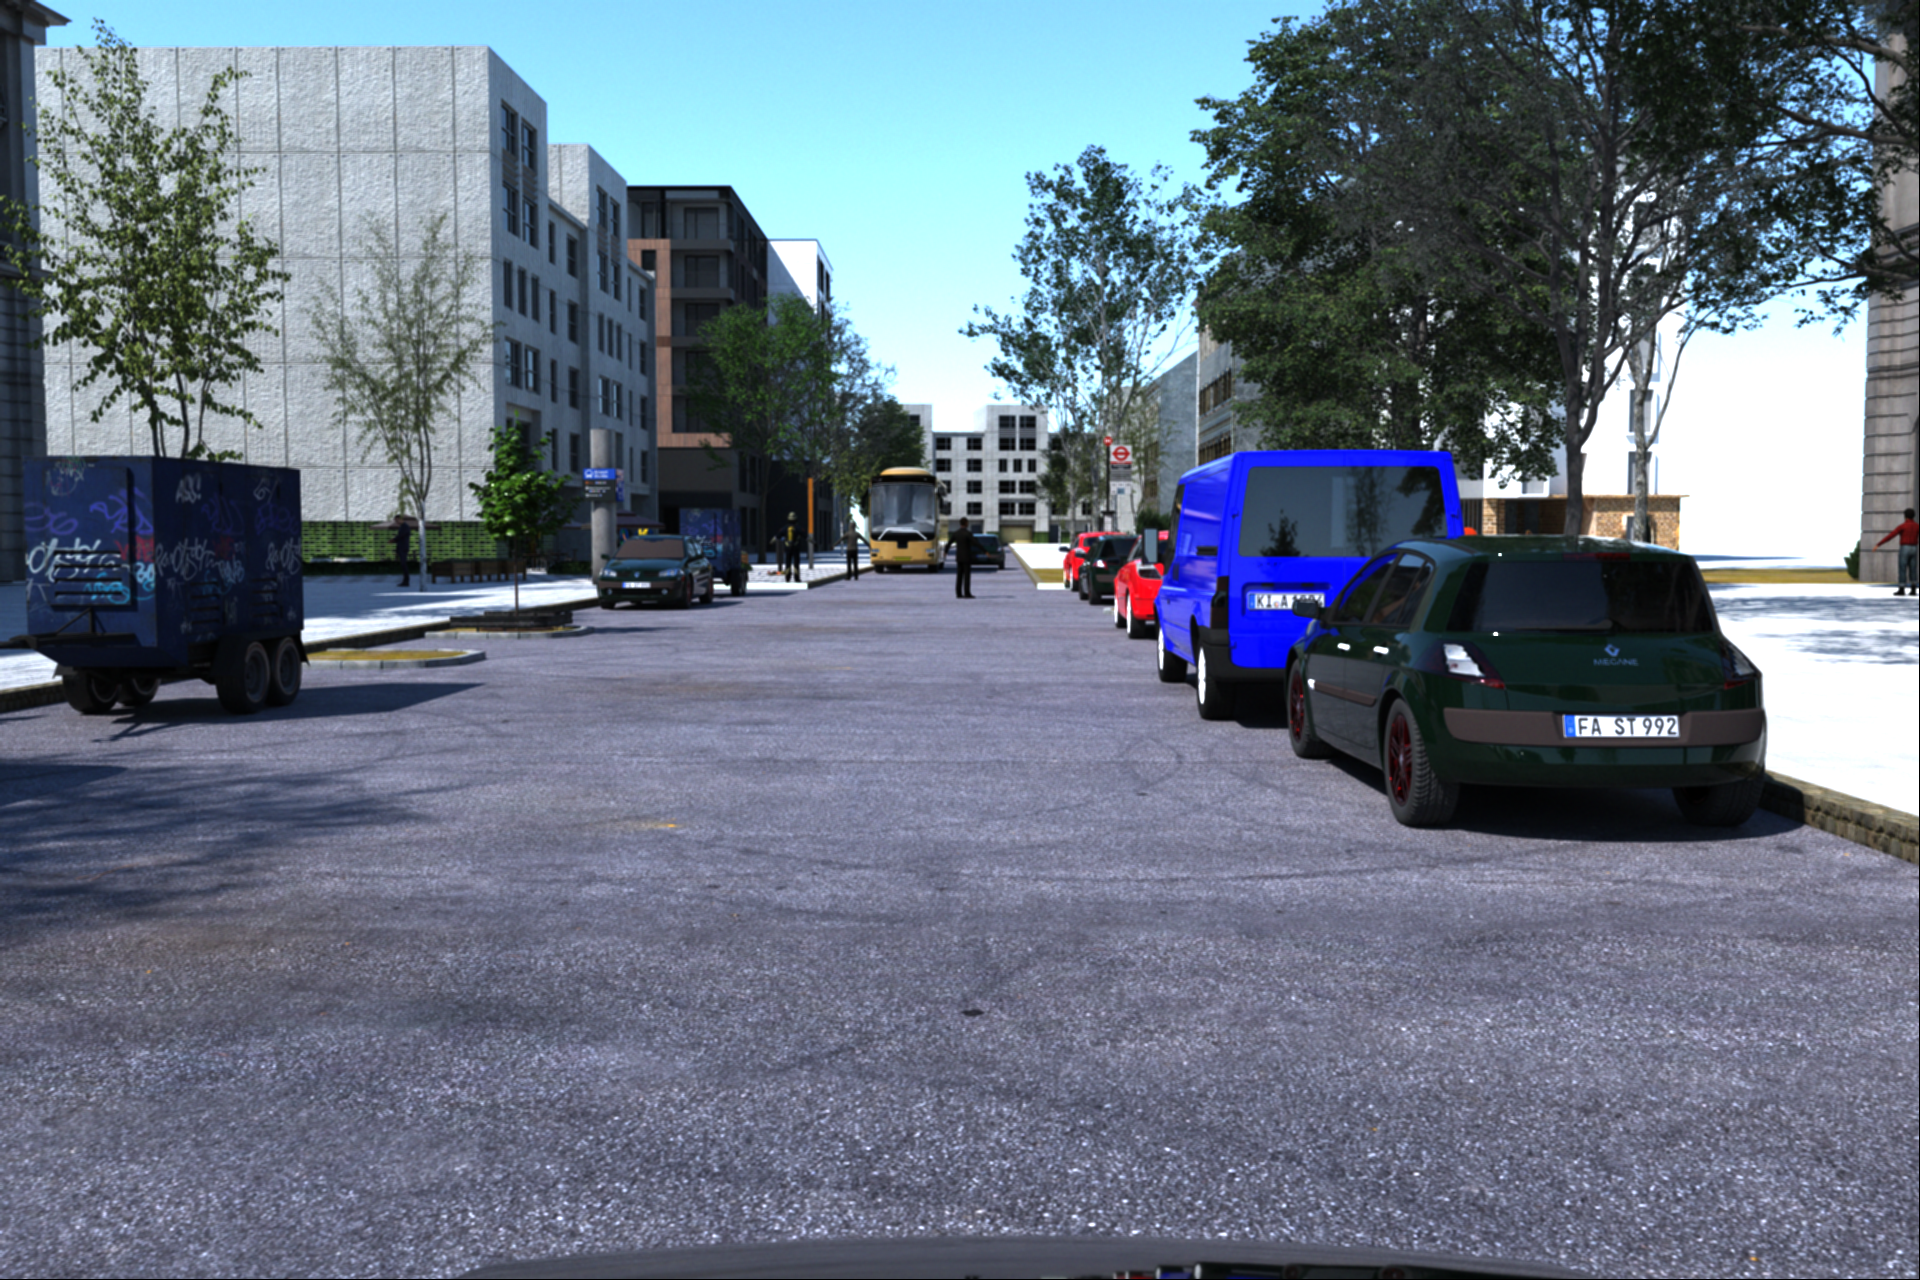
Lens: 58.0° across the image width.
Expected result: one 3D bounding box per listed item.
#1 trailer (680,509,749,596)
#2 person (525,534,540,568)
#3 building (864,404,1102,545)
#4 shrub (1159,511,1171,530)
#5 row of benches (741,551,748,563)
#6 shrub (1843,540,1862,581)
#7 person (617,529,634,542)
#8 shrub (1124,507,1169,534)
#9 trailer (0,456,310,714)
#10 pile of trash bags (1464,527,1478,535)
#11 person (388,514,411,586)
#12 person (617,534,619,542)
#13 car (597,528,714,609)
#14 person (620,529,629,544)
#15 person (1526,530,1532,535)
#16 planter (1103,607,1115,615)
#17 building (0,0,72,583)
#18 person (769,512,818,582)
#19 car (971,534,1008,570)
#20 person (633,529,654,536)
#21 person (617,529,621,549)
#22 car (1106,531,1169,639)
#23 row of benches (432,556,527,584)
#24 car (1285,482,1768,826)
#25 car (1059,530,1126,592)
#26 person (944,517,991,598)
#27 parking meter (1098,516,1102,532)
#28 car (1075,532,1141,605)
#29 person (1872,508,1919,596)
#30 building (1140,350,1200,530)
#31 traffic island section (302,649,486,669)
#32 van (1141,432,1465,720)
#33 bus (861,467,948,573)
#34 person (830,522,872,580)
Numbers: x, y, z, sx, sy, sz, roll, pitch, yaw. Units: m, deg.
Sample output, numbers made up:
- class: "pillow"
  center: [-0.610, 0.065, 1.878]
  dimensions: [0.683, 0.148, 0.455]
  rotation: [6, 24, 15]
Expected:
- class: "trailer"
  center: [-5.768, -1.984, 39.494]
  dimensions: [1.471, 1.999, 3.904]
  rotation: [0, 4, 2]
- class: "person"
  center: [-16.129, -3.637, 65.241]
  dimensions: [0.705, 1.858, 1.354]
  rotation: [0, 4, -3]
- class: "building"
  center: [2.738, -22.825, 242.111]
  dimensions: [31.486, 18.905, 16.747]
  rotation: [0, 4, -6]
- class: "shrub"
  center: [6.999, -3.355, 58.903]
  dimensions: [1.661, 2.075, 1.752]
  rotation: [0, 3, 0]
- class: "row of benches"
  center: [-9.769, -2.994, 64.408]
  dimensions: [4.104, 0.672, 1.422]
  rotation: [0, 4, -7]
- class: "shrub"
  center: [24.773, -2.223, 47.459]
  dimensions: [1.383, 1.207, 1.383]
  rotation: [0, 3, 0]
- class: "person"
  center: [-15.177, -4.449, 79.016]
  dimensions: [1.348, 1.796, 0.705]
  rotation: [3, 5, 44]
- class: "shrub"
  center: [5.343, -2.760, 49.168]
  dimensions: [1.661, 2.075, 1.752]
  rotation: [0, 3, 0]
- class: "trailer"
  center: [-6.330, -0.387, 13.382]
  dimensions: [1.471, 1.999, 3.904]
  rotation: [0, 4, 1]
- class: "pile of trash bags"
  center: [6.635, -0.733, 21.739]
  dimensions: [1.912, 1.369, 3.447]
  rotation: [0, 4, 1]
- class: "person"
  center: [-13.761, -2.203, 42.505]
  dimensions: [0.568, 1.767, 0.683]
  rotation: [-3, 4, -38]
- class: "person"
  center: [-15.638, -4.360, 77.466]
  dimensions: [1.347, 1.806, 0.705]
  rotation: [3, 5, 40]
- class: "car"
  center: [-5.996, -1.502, 34.347]
  dimensions: [2.009, 1.686, 4.222]
  rotation: [0, 4, 1]
- class: "person"
  center: [-12.708, -3.649, 65.796]
  dimensions: [0.704, 1.817, 1.347]
  rotation: [-1, 4, -10]
- class: "person"
  center: [21.351, -3.427, 65.291]
  dimensions: [0.991, 1.433, 0.599]
  rotation: [-3, 5, -39]
- class: "planter"
  center: [3.588, -0.612, 31.151]
  dimensions: [1.991, 0.319, 1.994]
  rotation: [0, 4, 2]
- class: "building"
  center: [-29.638, -11.738, 32.570]
  dimensions: [13.314, 22.015, 24.055]
  rotation: [0, 4, 2]
- class: "person"
  center: [-4.462, -2.473, 46.213]
  dimensions: [1.354, 1.856, 0.705]
  rotation: [0, 4, 6]
- class: "car"
  center: [0.965, -3.711, 70.457]
  dimensions: [2.009, 1.686, 4.222]
  rotation: [0, 4, 2]
- class: "person"
  center: [-11.376, -3.443, 62.257]
  dimensions: [1.349, 1.833, 0.705]
  rotation: [2, 4, 27]
- class: "person"
  center: [-16.033, -4.614, 81.582]
  dimensions: [0.704, 1.843, 1.345]
  rotation: [2, 4, 25]
- class: "car"
  center: [3.225, -0.984, 25.123]
  dimensions: [2.155, 1.783, 4.494]
  rotation: [0, 4, 2]
- class: "row of benches"
  center: [-12.973, -1.912, 46.721]
  dimensions: [1.422, 0.672, 4.104]
  rotation: [1, 4, 14]
- class: "car"
  center: [3.002, -0.006, 9.886]
  dimensions: [2.009, 1.686, 4.222]
  rotation: [0, 3, 0]
- class: "car"
  center: [3.648, -2.172, 44.557]
  dimensions: [2.155, 1.783, 4.494]
  rotation: [0, 3, 0]
- class: "person"
  center: [0.106, -1.834, 38.673]
  dimensions: [1.346, 1.802, 0.704]
  rotation: [3, 5, 41]
- class: "parking meter"
  center: [4.790, -3.168, 57.507]
  dimensions: [0.399, 1.863, 0.255]
  rotation: [0, 4, -1]
- class: "car"
  center: [3.450, -1.625, 36.361]
  dimensions: [2.009, 1.686, 4.222]
  rotation: [0, 4, 0]
- class: "person"
  center: [19.708, -1.830, 36.030]
  dimensions: [1.345, 1.816, 0.704]
  rotation: [0, 4, 2]
- class: "building"
  center: [28.959, -21.283, 178.907]
  dimensions: [19.493, 23.208, 18.063]
  rotation: [0, 4, 1]
- class: "traffic island section"
  center: [-6.428, 0.216, 19.342]
  dimensions: [1.991, 0.108, 1.994]
  rotation: [0, 4, 1]
- class: "van"
  center: [2.824, -0.649, 14.995]
  dimensions: [2.240, 2.365, 5.245]
  rotation: [0, 4, 1]
- class: "bus"
  center: [-1.908, -4.640, 67.406]
  dimensions: [2.896, 3.916, 12.252]
  rotation: [0, 4, 1]
- class: "person"
  center: [-3.360, -2.768, 53.842]
  dimensions: [1.348, 1.813, 0.705]
  rotation: [-1, 4, -21]
